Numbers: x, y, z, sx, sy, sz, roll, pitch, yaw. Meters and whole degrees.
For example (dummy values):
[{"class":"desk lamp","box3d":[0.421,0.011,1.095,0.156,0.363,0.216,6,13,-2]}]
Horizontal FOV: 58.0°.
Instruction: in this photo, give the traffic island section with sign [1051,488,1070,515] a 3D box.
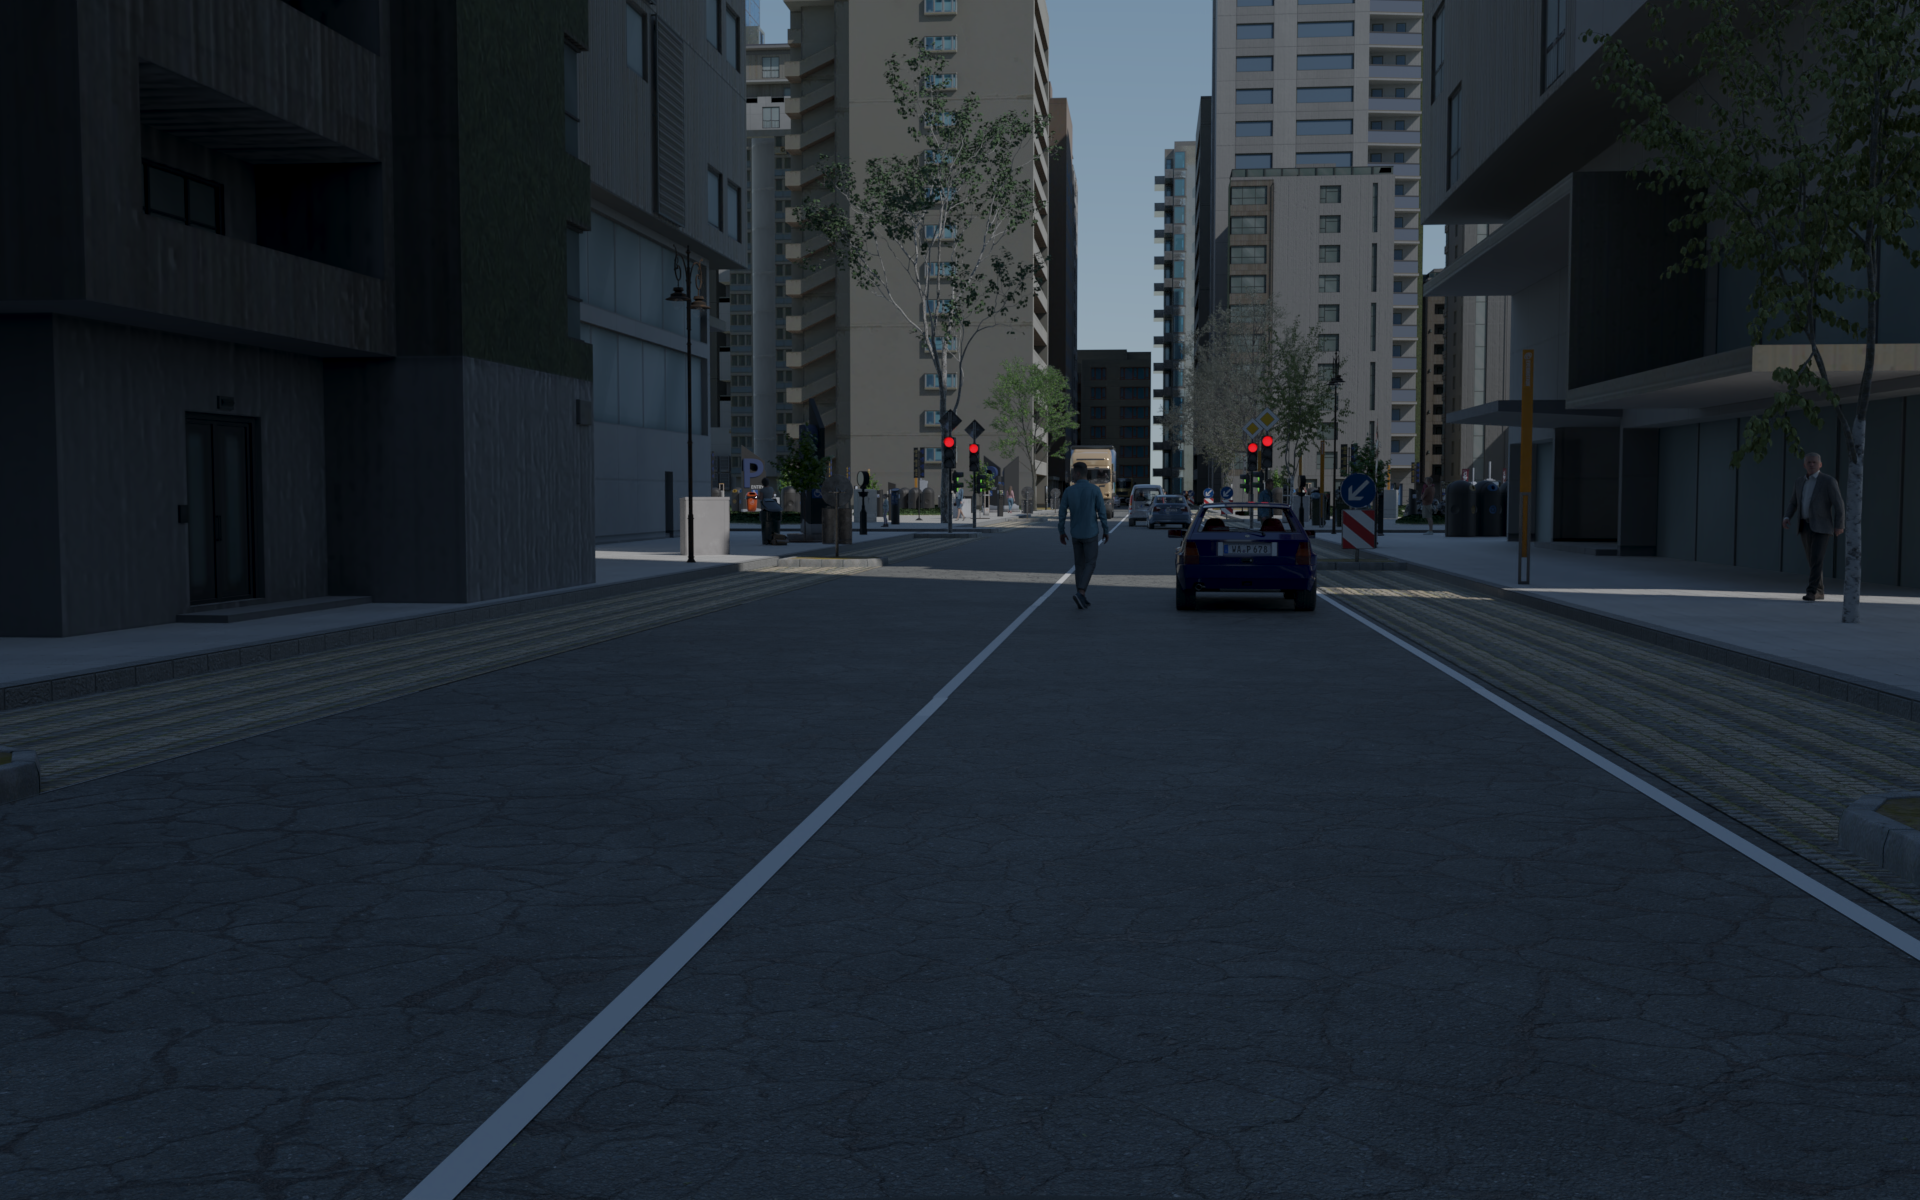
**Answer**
[{"class":"traffic island section with sign","box3d":[6.482,-6.603,116.589,1.989,1.847,2.006,0,4,6]}]

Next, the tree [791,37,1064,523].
[{"class":"tree","box3d":[-1.806,-13.394,74.877,12.611,20.169,13.585,0,3,0]}]

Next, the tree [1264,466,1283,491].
[{"class":"tree","box3d":[21.552,-7.551,118.058,1.663,3.219,1.824,0,3,0]}]

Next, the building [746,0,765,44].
[{"class":"building","box3d":[-39.874,-56.638,238.695,31.000,86.520,22.319,0,4,6]}]

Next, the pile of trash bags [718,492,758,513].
[{"class":"pile of trash bags","box3d":[-11.162,-4.367,81.159,3.447,1.369,1.912,-1,4,-17]}]

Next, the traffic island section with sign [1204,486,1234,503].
[{"class":"traffic island section with sign","box3d":[13.497,-4.885,88.498,1.989,1.847,2.006,0,4,6]}]

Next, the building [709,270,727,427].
[{"class":"building","box3d":[-38.751,-35.862,210.043,21.600,48.544,21.300,0,4,6]}]

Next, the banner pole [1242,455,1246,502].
[{"class":"banner pole","box3d":[18.118,-7.363,110.406,0.401,3.779,0.863,0,4,-7]}]

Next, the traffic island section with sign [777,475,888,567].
[{"class":"traffic island section with sign","box3d":[-2.488,-1.592,34.653,1.989,1.847,2.006,0,4,6]}]

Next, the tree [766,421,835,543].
[{"class":"tree","box3d":[-4.028,-3.133,45.824,1.663,3.219,1.824,0,3,0]}]

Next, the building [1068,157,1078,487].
[{"class":"building","box3d":[7.062,-32.097,208.382,14.086,41.232,14.154,0,4,6]}]

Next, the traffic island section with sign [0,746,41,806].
[{"class":"traffic island section with sign","box3d":[-5.420,0.047,7.857,1.989,1.847,2.006,0,4,6]}]

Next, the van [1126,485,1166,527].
[{"class":"van","box3d":[8.428,-4.320,77.637,2.013,2.044,4.112,0,4,8]}]

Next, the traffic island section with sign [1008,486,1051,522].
[{"class":"traffic island section with sign","box3d":[3.545,-4.964,89.794,1.989,1.847,2.006,0,4,6]}]

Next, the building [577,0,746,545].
[{"class":"building","box3d":[-21.290,-27.805,43.857,27.495,52.752,28.713,0,4,6]}]

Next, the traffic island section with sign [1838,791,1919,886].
[{"class":"traffic island section with sign","box3d":[4.503,0.134,6.442,1.989,1.847,2.006,0,4,6]}]

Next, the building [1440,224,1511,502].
[{"class":"building","box3d":[64.642,-31.738,202.505,14.086,41.232,14.154,0,4,6]}]

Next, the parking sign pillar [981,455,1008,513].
[{"class":"parking sign pillar","box3d":[2.179,-8.065,120.332,1.447,3.967,1.447,2,4,28]}]

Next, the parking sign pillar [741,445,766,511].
[{"class":"parking sign pillar","box3d":[-11.325,-6.518,95.037,1.447,3.967,1.447,-1,4,-20]}]

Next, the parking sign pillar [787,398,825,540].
[{"class":"parking sign pillar","box3d":[-4.105,-3.651,48.173,1.447,3.967,1.447,-1,4,-18]}]

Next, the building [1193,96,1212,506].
[{"class":"building","box3d":[38.206,-35.314,201.088,21.300,48.544,21.600,0,4,6]}]

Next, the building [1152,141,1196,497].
[{"class":"building","box3d":[41.169,-37.418,231.390,30.456,49.044,23.786,0,4,6]}]

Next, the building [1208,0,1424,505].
[{"class":"building","box3d":[36.057,-38.777,176.010,21.231,58.520,28.212,0,4,6]}]

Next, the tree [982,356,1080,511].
[{"class":"tree","box3d":[5.515,-12.499,130.108,9.928,11.665,9.643,0,3,0]}]

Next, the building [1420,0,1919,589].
[{"class":"building","box3d":[24.539,-27.088,32.130,28.713,52.752,27.495,0,4,6]}]

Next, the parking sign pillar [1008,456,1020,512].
[{"class":"parking sign pillar","box3d":[3.557,-8.239,123.186,1.447,3.967,1.447,-2,4,-35]}]

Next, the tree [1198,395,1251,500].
[{"class":"tree","box3d":[19.455,-10.717,125.591,4.360,8.622,3.978,0,3,0]}]

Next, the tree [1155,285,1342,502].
[{"class":"tree","box3d":[16.995,-11.643,100.737,12.009,13.543,11.850,0,3,0]}]

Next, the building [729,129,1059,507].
[{"class":"building","box3d":[-6.316,-29.532,174.728,32.217,40.220,23.993,0,4,6]}]

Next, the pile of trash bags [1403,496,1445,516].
[{"class":"pile of trash bags","box3d":[23.446,-4.565,84.391,3.447,1.369,1.912,0,4,1]}]

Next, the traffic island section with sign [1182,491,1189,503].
[{"class":"traffic island section with sign","box3d":[21.882,-9.576,165.199,1.989,1.847,2.006,0,4,6]}]

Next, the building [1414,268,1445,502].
[{"class":"building","box3d":[63.445,-27.702,224.630,14.107,30.474,14.160,0,4,6]}]

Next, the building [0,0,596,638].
[{"class":"building","box3d":[-12.979,-15.065,18.021,14.160,30.474,14.107,0,4,6]}]

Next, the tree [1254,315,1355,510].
[{"class":"tree","box3d":[14.041,-7.449,72.153,4.737,8.622,4.395,0,3,0]}]

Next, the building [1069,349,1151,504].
[{"class":"building","box3d":[11.624,-23.998,237.406,28.899,21.520,27.650,0,4,6]}]

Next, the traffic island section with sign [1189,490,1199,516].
[{"class":"traffic island section with sign","box3d":[16.415,-6.524,115.296,1.989,1.847,2.006,0,4,6]}]

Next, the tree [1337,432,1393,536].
[{"class":"tree","box3d":[12.440,-3.594,53.371,1.663,3.219,1.824,0,3,0]}]

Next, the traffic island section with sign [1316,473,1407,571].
[{"class":"traffic island section with sign","box3d":[7.439,-1.505,33.238,1.989,1.847,2.006,0,4,6]}]

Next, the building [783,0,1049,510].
[{"class":"building","box3d":[-3.537,-32.268,151.282,21.300,48.544,21.600,0,4,6]}]

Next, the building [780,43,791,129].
[{"class":"building","box3d":[-14.480,-37.545,203.105,27.495,52.752,28.713,0,4,6]}]

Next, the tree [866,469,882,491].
[{"class":"tree","box3d":[-6.949,-8.298,130.278,1.663,3.219,1.824,0,3,0]}]

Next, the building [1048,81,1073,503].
[{"class":"building","box3d":[5.237,-33.195,192.845,14.600,45.320,14.200,0,4,6]}]

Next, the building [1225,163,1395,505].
[{"class":"building","box3d":[30.995,-23.486,155.701,14.160,30.474,14.107,0,4,6]}]

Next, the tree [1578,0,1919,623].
[{"class":"tree","box3d":[8.715,-4.087,17.182,4.737,8.622,4.395,0,3,0]}]

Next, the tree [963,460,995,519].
[{"class":"tree","box3d":[0.919,-5.805,89.517,1.663,3.219,1.824,0,3,0]}]
